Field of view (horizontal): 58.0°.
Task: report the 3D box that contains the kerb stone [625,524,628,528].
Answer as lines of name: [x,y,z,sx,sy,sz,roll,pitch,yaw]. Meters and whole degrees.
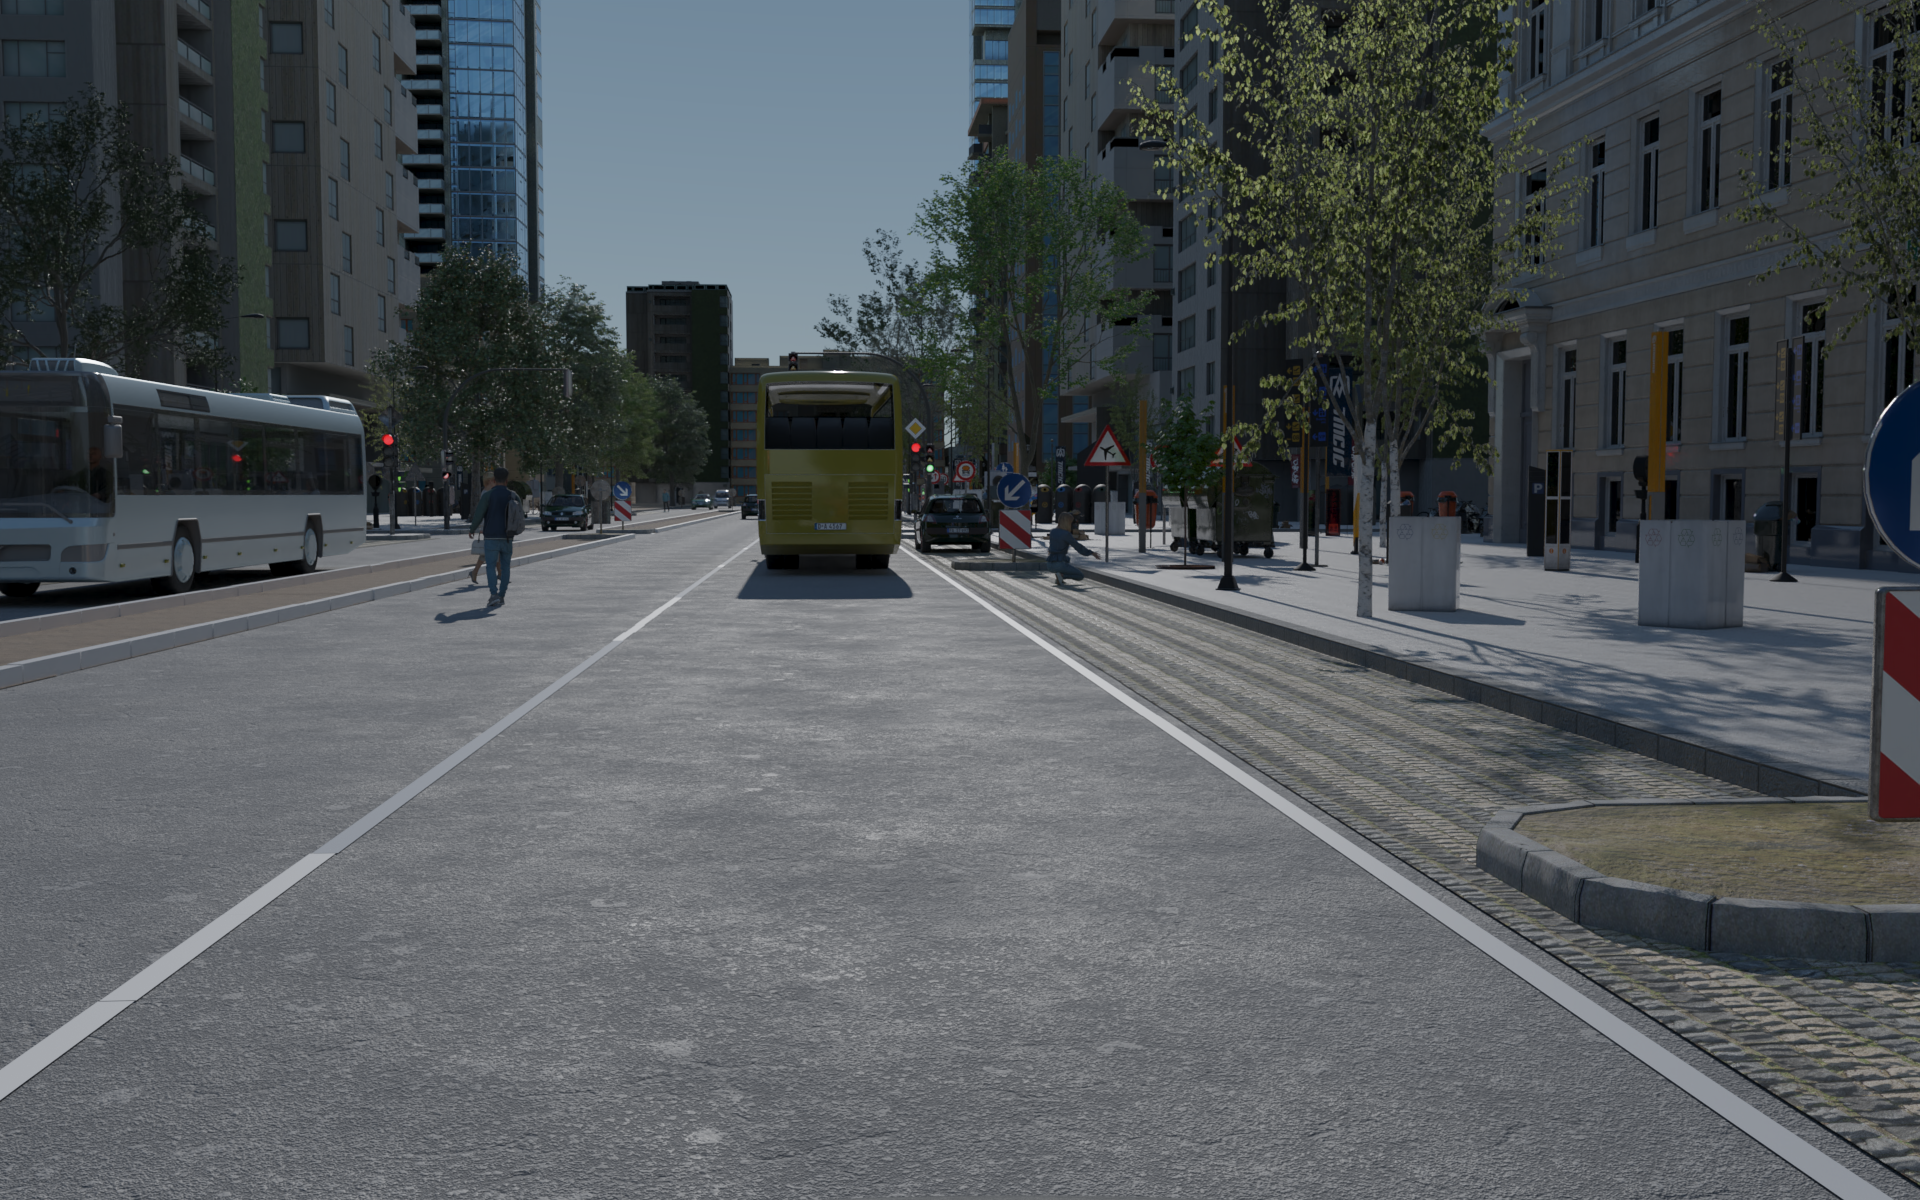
kerb stone: [-13.878,-2.996,71.174,0.120,0.150,1.000,0,4,-5]

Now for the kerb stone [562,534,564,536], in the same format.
kerb stone: [-12.529,-1.962,54.273,0.120,0.150,1.000,0,4,-5]

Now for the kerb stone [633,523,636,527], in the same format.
kerb stone: [-14.128,-3.183,74.235,0.120,0.150,1.000,0,4,-5]

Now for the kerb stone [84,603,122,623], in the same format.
kerb stone: [-9.757,0.162,19.548,0.120,0.150,1.000,0,4,-5]

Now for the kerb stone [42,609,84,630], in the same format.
kerb stone: [-9.673,0.227,18.524,0.120,0.150,1.000,0,4,-5]

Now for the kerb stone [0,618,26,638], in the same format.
kerb stone: [-9.589,0.287,17.505,0.120,0.150,1.000,0,4,-5]

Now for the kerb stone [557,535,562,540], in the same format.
kerb stone: [-12.443,-1.892,53.236,0.120,0.150,1.000,0,4,-5]

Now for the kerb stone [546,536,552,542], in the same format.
kerb stone: [-12.282,-1.769,51.193,0.120,0.150,1.000,0,4,-5]

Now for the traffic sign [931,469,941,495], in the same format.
traffic sign: [-1.360,-5.384,88.139,0.768,2.556,0.104,0,4,-4]

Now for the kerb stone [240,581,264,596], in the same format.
kerb stone: [-10.164,-0.150,24.654,0.120,0.150,1.000,0,4,-5]

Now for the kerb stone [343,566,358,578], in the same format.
kerb stone: [-10.574,-0.462,29.750,0.120,0.150,1.000,0,4,-5]

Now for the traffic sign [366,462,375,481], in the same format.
traffic sign: [-23.203,-4.124,67.531,0.768,2.556,0.104,0,4,2]

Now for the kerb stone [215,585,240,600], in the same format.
kerb stone: [-10.086,-0.081,23.633,0.120,0.150,1.000,0,4,-5]

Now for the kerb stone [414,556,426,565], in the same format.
kerb stone: [-10.972,-0.772,34.857,0.120,0.150,1.000,0,4,-5]

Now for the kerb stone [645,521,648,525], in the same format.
kerb stone: [-14.534,-3.494,79.333,0.120,0.150,1.000,0,4,-5]

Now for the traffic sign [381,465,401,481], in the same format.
traffic sign: [-22.387,-4.164,68.181,0.768,2.556,0.104,0,4,-1]

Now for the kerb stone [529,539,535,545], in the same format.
kerb stone: [-12.036,-1.586,48.131,0.120,0.150,1.000,0,4,-5]

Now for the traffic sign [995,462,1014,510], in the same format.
traffic sign: [1.798,-4.262,69.782,0.768,2.556,0.104,0,4,3]

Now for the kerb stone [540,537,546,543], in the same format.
kerb stone: [-12.198,-1.708,50.175,0.120,0.150,1.000,0,4,-5]

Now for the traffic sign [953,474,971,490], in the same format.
traffic sign: [0.056,-4.686,76.613,0.884,2.594,0.081,0,4,-3]

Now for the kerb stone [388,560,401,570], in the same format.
kerb stone: [-10.818,-0.650,32.816,0.120,0.150,1.000,0,4,-5]

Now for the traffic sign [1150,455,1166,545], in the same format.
traffic sign: [5.186,-2.680,43.926,0.768,2.556,0.104,0,4,1]

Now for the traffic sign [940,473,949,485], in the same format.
traffic sign: [-1.037,-6.355,104.004,0.768,2.556,0.104,0,4,3]

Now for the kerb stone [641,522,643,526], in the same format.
kerb stone: [-14.360,-3.370,77.295,0.120,0.150,1.000,0,4,-5]

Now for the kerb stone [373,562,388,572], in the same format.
kerb stone: [-10.730,-0.575,31.794,0.120,0.150,1.000,0,4,-5]

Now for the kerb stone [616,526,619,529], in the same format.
kerb stone: [-13.638,-2.803,68.109,0.120,0.150,1.000,0,4,-5]

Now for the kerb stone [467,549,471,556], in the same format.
kerb stone: [-11.387,-1.086,39.958,0.120,0.150,1.000,0,4,-5]

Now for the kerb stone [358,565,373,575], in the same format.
kerb stone: [-10.660,-0.523,30.774,0.120,0.150,1.000,0,4,-5]

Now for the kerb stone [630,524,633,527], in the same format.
kerb stone: [-14.045,-3.121,73.216,0.120,0.150,1.000,0,4,-5]

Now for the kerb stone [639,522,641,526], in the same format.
kerb stone: [-14.289,-3.308,76.275,0.120,0.150,1.000,0,4,-5]

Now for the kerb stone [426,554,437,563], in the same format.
kerb stone: [-11.062,-0.837,35.875,0.120,0.150,1.000,0,4,-5]

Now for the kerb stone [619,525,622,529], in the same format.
kerb stone: [-13.723,-2.871,69.129,0.120,0.150,1.000,0,4,-5]

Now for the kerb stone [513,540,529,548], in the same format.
kerb stone: [-11.951,-1.524,47.112,0.120,0.150,1.000,0,4,-5]

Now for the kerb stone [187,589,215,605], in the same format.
kerb stone: [-10.000,-0.026,22.613,0.120,0.150,1.000,0,4,-5]

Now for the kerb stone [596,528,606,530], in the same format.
kerb stone: [-13.314,-2.558,64.029,0.120,0.150,1.000,0,4,-5]

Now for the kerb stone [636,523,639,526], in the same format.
kerb stone: [-14.193,-3.245,75.257,0.120,0.150,1.000,0,4,-5]

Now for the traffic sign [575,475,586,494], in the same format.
traffic sign: [-25.571,-7.124,116.591,0.768,2.556,0.104,0,4,-3]

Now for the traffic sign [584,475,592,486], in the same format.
traffic sign: [-25.257,-7.165,117.252,0.768,2.556,0.104,0,4,3]

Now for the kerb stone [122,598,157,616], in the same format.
kerb stone: [-9.830,0.099,20.572,0.120,0.150,1.000,0,4,-5]

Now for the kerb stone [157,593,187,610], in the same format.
kerb stone: [-9.920,0.039,21.593,0.120,0.150,1.000,0,4,-5]

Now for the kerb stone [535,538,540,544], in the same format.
kerb stone: [-12.123,-1.647,49.156,0.120,0.150,1.000,0,4,-5]

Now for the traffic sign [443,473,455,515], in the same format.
traffic sign: [-25.261,-5.110,85.686,0.606,2.300,0.079,0,4,1]

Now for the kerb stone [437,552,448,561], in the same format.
kerb stone: [-11.140,-0.899,36.899,0.120,0.150,1.000,0,4,-5]

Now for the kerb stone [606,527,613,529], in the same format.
kerb stone: [-13.468,-2.683,66.069,0.120,0.150,1.000,0,4,-5]

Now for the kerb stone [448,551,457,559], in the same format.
kerb stone: [-11.225,-0.962,37.920,0.120,0.150,1.000,0,4,-5]

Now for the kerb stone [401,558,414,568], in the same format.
kerb stone: [-10.894,-0.712,33.838,0.120,0.150,1.000,0,4,-5]

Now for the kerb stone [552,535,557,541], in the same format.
kerb stone: [-12.368,-1.830,52.217,0.120,0.150,1.000,0,4,-5]

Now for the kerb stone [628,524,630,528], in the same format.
kerb stone: [-13.966,-3.058,72.195,0.120,0.150,1.000,0,4,-5]

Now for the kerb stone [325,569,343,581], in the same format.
kerb stone: [-10.487,-0.400,28.732,0.120,0.150,1.000,0,4,-5]

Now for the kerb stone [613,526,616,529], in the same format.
kerb stone: [-13.556,-2.746,67.087,0.120,0.150,1.000,0,4,-5]

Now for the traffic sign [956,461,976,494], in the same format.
traffic sign: [0.225,-4.028,65.957,0.768,2.556,0.104,0,4,-2]

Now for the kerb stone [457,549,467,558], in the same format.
kerb stone: [-11.303,-1.022,38.939,0.120,0.150,1.000,0,4,-5]

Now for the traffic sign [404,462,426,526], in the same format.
traffic sign: [-21.941,-4.265,69.741,0.884,2.594,0.081,0,4,2]

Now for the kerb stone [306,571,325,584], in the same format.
kerb stone: [-10.403,-0.337,27.712,0.120,0.150,1.000,0,4,-5]

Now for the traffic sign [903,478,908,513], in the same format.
traffic sign: [-3.680,-7.017,114.835,0.768,2.556,0.104,0,4,-2]

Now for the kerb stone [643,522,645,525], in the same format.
kerb stone: [-14.450,-3.430,78.313,0.120,0.150,1.000,0,4,-5]

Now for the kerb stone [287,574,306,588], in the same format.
kerb stone: [-10.325,-0.275,26.693,0.120,0.150,1.000,0,4,-5]

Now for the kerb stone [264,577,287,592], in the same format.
kerb stone: [-10.239,-0.213,25.675,0.120,0.150,1.000,0,4,-5]
